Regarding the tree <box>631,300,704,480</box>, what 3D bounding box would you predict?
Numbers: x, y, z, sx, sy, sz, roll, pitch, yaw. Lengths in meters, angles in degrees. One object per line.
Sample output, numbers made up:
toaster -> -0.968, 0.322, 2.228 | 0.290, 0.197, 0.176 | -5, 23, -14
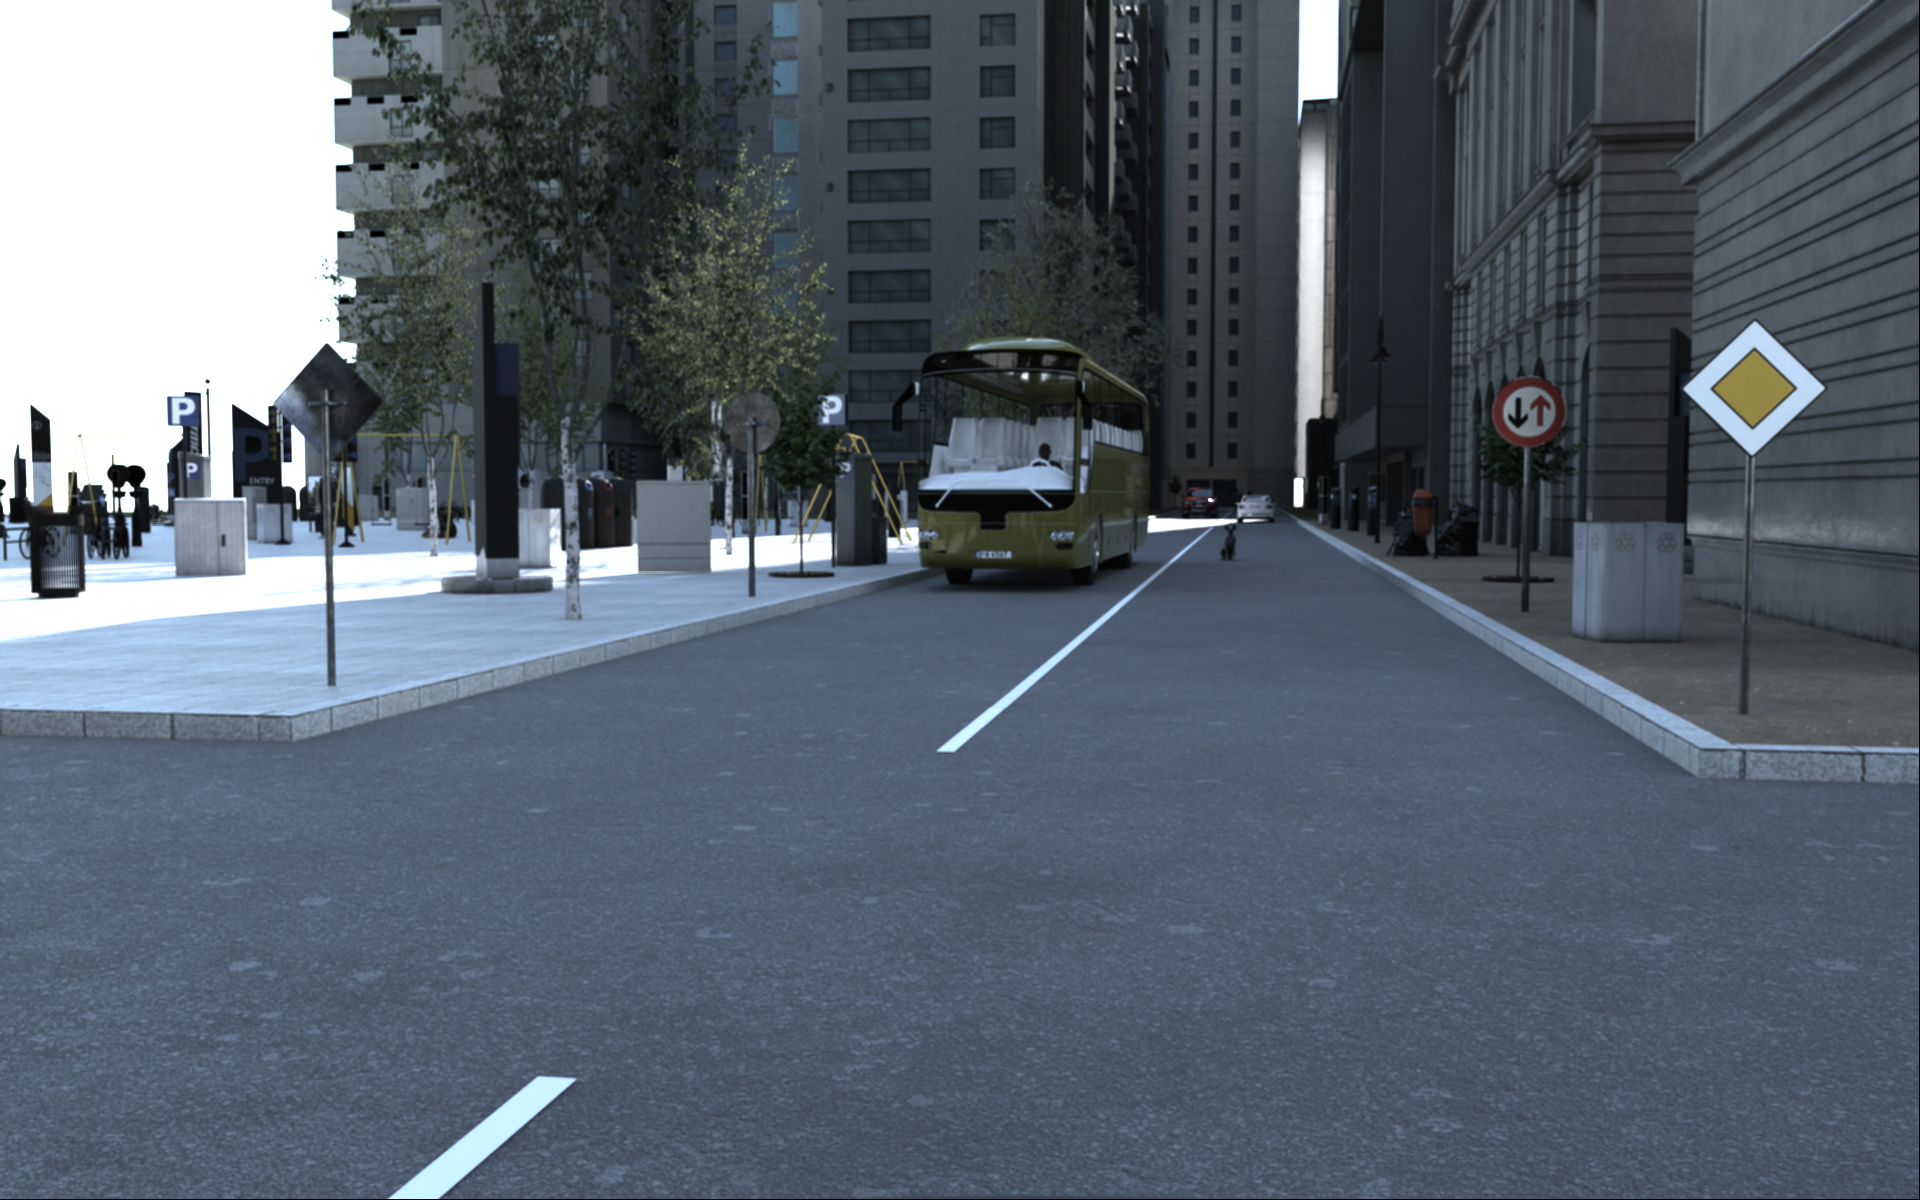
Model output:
tree -> -10.666, -7.034, 65.374 | 4.737, 8.622, 4.395 | 0, 3, 0

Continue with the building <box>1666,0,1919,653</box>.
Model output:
building -> 17.759, -10.880, 14.043 | 21.152, 22.565, 11.583 | 1, 4, 10

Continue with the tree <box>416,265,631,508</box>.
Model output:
tree -> -13.630, -6.347, 54.133 | 4.737, 8.622, 4.395 | 0, 3, 0

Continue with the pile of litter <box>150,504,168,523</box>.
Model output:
pile of litter -> -36.019, -3.891, 77.587 | 1.719, 0.858, 1.176 | -1, 4, -19

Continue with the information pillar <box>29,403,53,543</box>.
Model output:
information pillar -> -23.801, -3.274, 44.878 | 0.504, 3.616, 0.183 | -3, 5, -43

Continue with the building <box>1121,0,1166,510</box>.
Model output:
building -> 8.926, -27.802, 138.163 | 14.154, 41.232, 14.086 | 1, 4, 10

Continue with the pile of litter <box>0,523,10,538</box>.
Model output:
pile of litter -> -28.693, -2.245, 50.678 | 1.719, 0.858, 1.176 | -3, 5, -41

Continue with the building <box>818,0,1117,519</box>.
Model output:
building -> 0.863, -19.704, 93.867 | 14.160, 30.474, 14.107 | 1, 4, 10

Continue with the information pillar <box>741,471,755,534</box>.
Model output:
information pillar -> -6.865, -3.159, 56.135 | 0.304, 2.012, 0.304 | 3, 5, 40

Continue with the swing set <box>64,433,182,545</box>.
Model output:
swing set -> -21.191, -2.896, 44.973 | 3.119, 2.851, 2.862 | -1, 4, -9

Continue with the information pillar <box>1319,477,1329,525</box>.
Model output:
information pillar -> 15.222, -4.159, 72.484 | 0.304, 2.012, 0.304 | -1, 4, -18

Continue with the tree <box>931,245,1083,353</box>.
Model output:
tree -> 1.596, -6.157, 51.034 | 4.737, 8.622, 4.395 | 0, 3, 0

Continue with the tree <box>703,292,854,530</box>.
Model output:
tree -> -5.961, -6.819, 61.858 | 4.737, 8.622, 4.395 | 0, 3, 0

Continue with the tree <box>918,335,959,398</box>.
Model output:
tree -> 0.029, -7.802, 77.929 | 4.360, 8.622, 3.978 | 0, 3, 0

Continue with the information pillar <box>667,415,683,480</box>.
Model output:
information pillar -> -8.269, -3.608, 50.343 | 0.504, 3.616, 0.183 | -3, 5, -42

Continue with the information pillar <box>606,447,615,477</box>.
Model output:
information pillar -> -17.437, -5.818, 86.484 | 0.183, 3.616, 0.504 | 3, 4, 36

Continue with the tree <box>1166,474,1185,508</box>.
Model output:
tree -> 20.180, -10.270, 162.517 | 1.663, 3.219, 1.824 | 0, 3, 0

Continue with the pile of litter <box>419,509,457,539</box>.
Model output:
pile of litter -> -15.343, -2.254, 50.815 | 1.176, 0.858, 1.719 | 0, 4, 8

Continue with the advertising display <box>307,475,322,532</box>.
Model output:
advertising display -> -21.537, -3.244, 58.256 | 0.974, 1.923, 0.123 | 1, 4, 23

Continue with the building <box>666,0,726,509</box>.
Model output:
building -> -10.600, -37.391, 153.337 | 28.212, 58.520, 21.231 | 1, 4, 10

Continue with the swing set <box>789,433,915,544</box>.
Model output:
swing set -> -2.805, -2.950, 45.856 | 2.862, 2.851, 3.119 | 0, 4, 3

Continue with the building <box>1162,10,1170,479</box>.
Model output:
building -> 11.065, -30.801, 153.714 | 14.200, 45.320, 14.600 | 1, 4, 10

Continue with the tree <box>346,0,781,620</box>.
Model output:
tree -> -3.897, -4.091, 17.256 | 4.360, 8.622, 3.978 | 0, 3, 0

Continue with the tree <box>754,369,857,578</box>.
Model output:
tree -> -2.424, -1.971, 26.832 | 1.663, 3.219, 1.824 | 0, 3, 0

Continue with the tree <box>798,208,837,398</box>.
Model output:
tree -> -4.769, -5.257, 36.315 | 4.360, 8.622, 3.978 | 0, 3, 0

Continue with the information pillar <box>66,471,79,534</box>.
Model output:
information pillar -> -28.680, -3.151, 56.005 | 0.304, 2.012, 0.304 | -2, 4, -34

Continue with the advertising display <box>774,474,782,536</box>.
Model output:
advertising display -> -5.658, -2.976, 53.879 | 0.123, 1.923, 0.974 | 0, 4, 2

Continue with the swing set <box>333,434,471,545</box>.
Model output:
swing set -> -14.662, -2.908, 45.170 | 3.119, 2.851, 2.862 | 0, 4, -4

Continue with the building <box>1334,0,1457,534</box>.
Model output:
building -> 22.765, -15.226, 68.014 | 14.314, 24.678, 30.058 | 1, 4, 10

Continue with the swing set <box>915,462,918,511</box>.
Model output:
swing set -> -1.323, -5.252, 83.485 | 3.119, 2.851, 2.862 | -1, 4, -14

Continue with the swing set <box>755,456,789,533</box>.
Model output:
swing set -> -5.126, -3.678, 57.763 | 3.119, 2.851, 2.862 | 0, 4, 1

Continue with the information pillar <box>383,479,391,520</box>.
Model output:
information pillar -> -28.205, -4.941, 85.274 | 0.304, 2.012, 0.304 | -1, 4, -12

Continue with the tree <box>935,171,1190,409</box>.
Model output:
tree -> 3.576, -9.577, 66.952 | 12.009, 13.543, 11.850 | 0, 3, 0

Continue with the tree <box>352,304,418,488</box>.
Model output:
tree -> -21.031, -7.019, 65.116 | 4.737, 8.622, 4.395 | 0, 3, 0

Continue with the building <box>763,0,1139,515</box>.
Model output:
building -> 0.367, -30.411, 116.821 | 23.786, 49.044, 30.456 | 1, 4, 10

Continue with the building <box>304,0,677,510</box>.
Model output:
building -> -38.731, -34.553, 154.188 | 27.495, 52.752, 28.713 | 1, 4, 10

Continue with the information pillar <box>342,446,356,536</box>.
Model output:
information pillar -> -18.812, -3.783, 53.202 | 0.504, 3.616, 0.183 | 3, 4, 36

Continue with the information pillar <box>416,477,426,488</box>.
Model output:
information pillar -> -22.722, -4.193, 73.053 | 0.304, 2.012, 0.304 | 0, 3, 0

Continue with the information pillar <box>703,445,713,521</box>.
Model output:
information pillar -> -12.028, -5.595, 82.829 | 0.504, 3.616, 0.183 | 1, 4, 19

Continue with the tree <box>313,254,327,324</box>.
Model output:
tree -> -10.834, -5.187, 35.175 | 4.360, 8.622, 3.978 | 0, 3, 0

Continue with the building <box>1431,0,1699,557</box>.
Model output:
building -> 19.124, -12.187, 41.060 | 13.314, 21.916, 24.055 | 1, 4, 10

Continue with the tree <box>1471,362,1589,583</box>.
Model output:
tree -> 8.376, -1.889, 25.481 | 1.663, 3.219, 1.824 | 0, 3, 0
